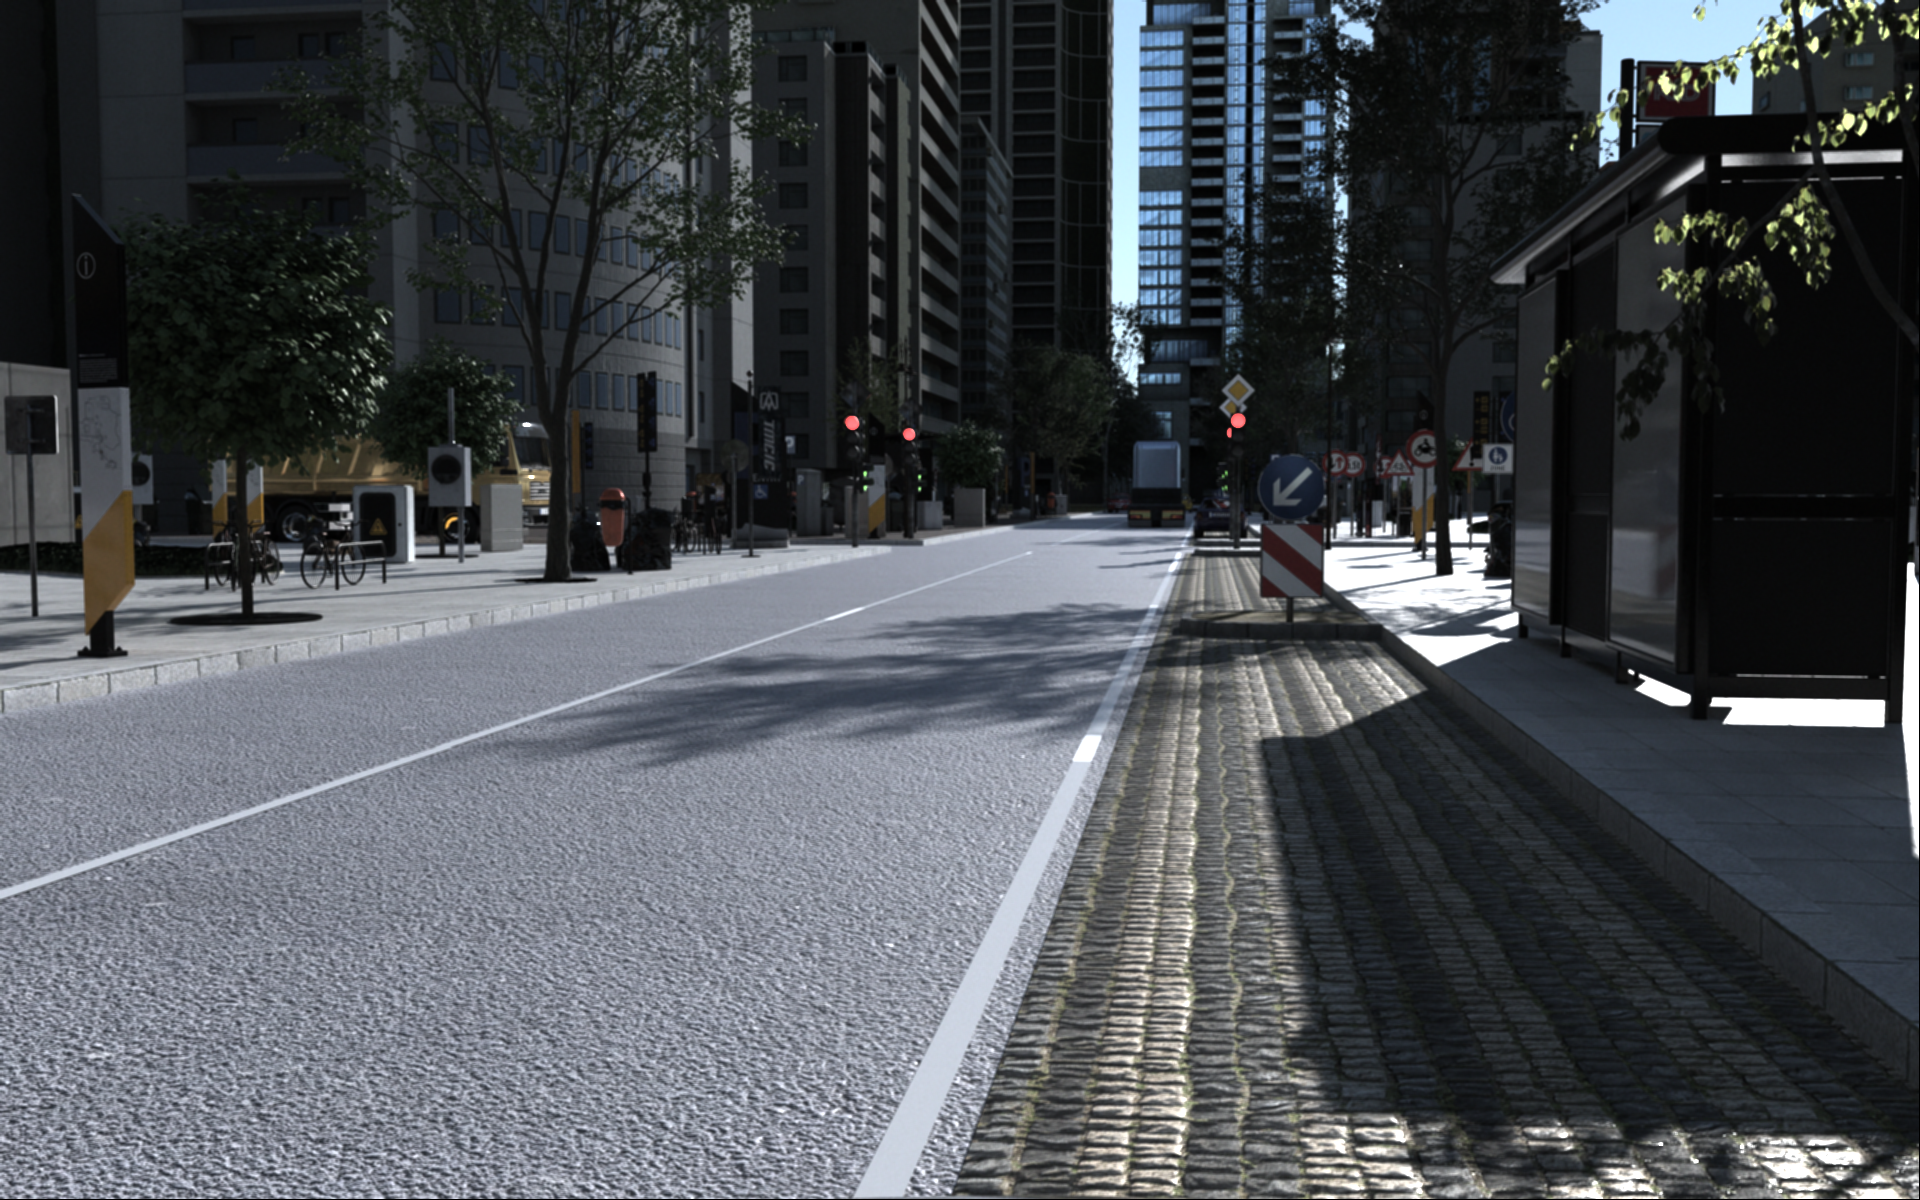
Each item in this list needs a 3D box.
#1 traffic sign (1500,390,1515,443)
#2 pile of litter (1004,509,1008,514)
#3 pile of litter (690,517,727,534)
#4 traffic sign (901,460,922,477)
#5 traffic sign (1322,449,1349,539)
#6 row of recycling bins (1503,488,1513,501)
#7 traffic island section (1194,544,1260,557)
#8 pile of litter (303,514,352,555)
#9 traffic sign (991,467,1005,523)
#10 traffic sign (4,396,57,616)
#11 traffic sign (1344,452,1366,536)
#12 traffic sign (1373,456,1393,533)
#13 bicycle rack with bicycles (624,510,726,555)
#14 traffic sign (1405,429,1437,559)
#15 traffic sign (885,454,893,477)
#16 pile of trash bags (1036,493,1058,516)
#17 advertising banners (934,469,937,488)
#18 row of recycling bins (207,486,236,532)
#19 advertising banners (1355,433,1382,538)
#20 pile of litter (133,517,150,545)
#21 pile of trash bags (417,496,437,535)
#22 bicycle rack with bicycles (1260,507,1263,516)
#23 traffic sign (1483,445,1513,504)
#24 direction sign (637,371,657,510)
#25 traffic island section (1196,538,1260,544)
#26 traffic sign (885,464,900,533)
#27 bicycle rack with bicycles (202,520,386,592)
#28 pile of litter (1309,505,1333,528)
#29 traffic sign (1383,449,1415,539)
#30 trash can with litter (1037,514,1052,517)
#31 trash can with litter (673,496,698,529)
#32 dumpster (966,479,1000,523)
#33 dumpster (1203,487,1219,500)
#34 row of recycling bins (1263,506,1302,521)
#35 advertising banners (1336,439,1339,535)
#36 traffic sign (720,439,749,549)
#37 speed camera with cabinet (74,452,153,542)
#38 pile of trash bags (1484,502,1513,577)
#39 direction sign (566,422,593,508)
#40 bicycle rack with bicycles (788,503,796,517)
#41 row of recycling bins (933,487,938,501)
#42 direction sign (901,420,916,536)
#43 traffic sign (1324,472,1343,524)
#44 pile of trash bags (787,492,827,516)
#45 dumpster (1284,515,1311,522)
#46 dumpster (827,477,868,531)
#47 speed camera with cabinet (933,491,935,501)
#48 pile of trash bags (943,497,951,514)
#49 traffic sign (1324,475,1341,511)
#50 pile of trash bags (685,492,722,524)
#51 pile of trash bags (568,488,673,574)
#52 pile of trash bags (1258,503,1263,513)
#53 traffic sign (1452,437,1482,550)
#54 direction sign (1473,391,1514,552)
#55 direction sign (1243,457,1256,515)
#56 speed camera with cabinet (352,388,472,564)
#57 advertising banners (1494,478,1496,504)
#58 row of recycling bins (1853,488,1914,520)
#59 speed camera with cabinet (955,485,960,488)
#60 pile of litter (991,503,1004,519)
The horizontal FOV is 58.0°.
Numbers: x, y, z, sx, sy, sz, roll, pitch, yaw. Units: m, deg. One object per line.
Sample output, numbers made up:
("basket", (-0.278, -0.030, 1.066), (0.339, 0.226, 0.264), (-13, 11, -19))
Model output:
("traffic sign", (6.566, -1.205, 19.807), (0.768, 2.556, 0.104), (1, 4, 17))
("pile of litter", (2.636, -6.093, 113.582), (1.719, 0.858, 1.176), (-3, 4, -38))
("pile of litter", (-7.921, -2.542, 55.535), (1.719, 0.858, 1.176), (0, 4, 5))
("traffic sign", (-1.695, -3.664, 60.010), (0.768, 2.556, 0.104), (1, 4, 17))
("traffic sign", (10.697, -3.014, 49.390), (0.768, 2.556, 0.104), (1, 4, 15))
("row of recycling bins", (37.765, -6.670, 116.174), (3.534, 1.692, 1.069), (-2, 4, -35))
("traffic island section", (6.498, -1.117, 40.537), (2.009, 0.180, 2.903), (0, 4, 8))
("pile of litter", (-13.513, -1.410, 37.025), (1.176, 0.858, 1.719), (0, 4, -4))
("traffic sign", (1.596, -4.648, 76.107), (0.768, 2.556, 0.104), (1, 4, 14))
("traffic sign", (-9.693, -0.976, 18.086), (0.606, 2.300, 0.079), (1, 4, 11))
("traffic sign", (11.870, -3.197, 52.385), (0.768, 2.556, 0.104), (1, 4, 15))
("traffic sign", (14.127, -3.516, 57.594), (0.768, 2.556, 0.104), (1, 4, 12))
("bicycle rack with bicycles", (-6.380, -1.483, 37.632), (2.852, 0.926, 2.925), (-1, 4, -11))
("traffic sign", (9.144, -2.077, 34.066), (0.768, 2.556, 0.104), (1, 4, 16))
("traffic sign", (-2.450, -3.252, 53.270), (0.768, 2.556, 0.104), (1, 4, 14))
("pile of trash bags", (4.903, -5.678, 102.590), (1.912, 1.369, 3.447), (-1, 4, -18))
("advertising banners", (-1.998, -7.587, 120.236), (0.090, 3.025, 2.074), (-2, 4, -25))
("row of recycling bins", (-25.726, -3.252, 60.280), (1.069, 1.692, 3.534), (-2, 4, -35))
("advertising banners", (12.028, -3.350, 50.954), (0.090, 3.025, 2.074), (0, 4, -6))
("pile of litter", (-15.314, -1.154, 32.840), (1.176, 0.858, 1.719), (-1, 4, -12))
("pile of trash bags", (-16.768, -2.785, 55.288), (3.447, 1.369, 1.912), (2, 4, 28))
("bicycle rack with bicycles", (18.518, -5.159, 97.729), (2.925, 0.926, 2.852), (1, 4, 15))
("traffic sign", (10.886, -2.018, 35.119), (0.606, 2.300, 0.079), (1, 4, 9))
("direction sign", (-5.829, -2.466, 32.310), (0.379, 3.537, 0.876), (-2, 4, -32))
("traffic island section", (7.626, -1.600, 48.442), (2.009, 0.180, 2.903), (0, 4, 8))
("traffic sign", (-2.352, -3.413, 56.984), (0.795, 2.450, 0.064), (1, 4, 9))
("bicycle rack with bicycles", (-9.323, -0.642, 23.883), (2.852, 0.926, 2.925), (0, 4, 3))
("pile of litter", (13.643, -3.156, 65.561), (1.176, 0.858, 1.719), (-3, 4, -38))
("traffic sign", (12.525, -3.026, 49.473), (0.884, 2.594, 0.081), (1, 4, 16))
("trash can with litter", (4.285, -5.289, 97.532), (2.233, 1.210, 1.678), (-2, 4, -24))
("trash can with litter", (-10.533, -3.269, 64.512), (2.233, 1.210, 1.678), (-3, 5, -41))
("dumpster", (0.950, -4.576, 77.312), (1.502, 2.255, 1.985), (1, 4, 8))
("dumpster", (28.700, -11.789, 197.698), (1.985, 2.255, 1.502), (1, 4, 9))
("row of recycling bins", (15.511, -4.650, 83.145), (1.069, 1.692, 3.534), (-1, 4, -10))
("advertising banners", (11.881, -3.578, 54.692), (0.090, 3.025, 2.074), (1, 4, 10))
("traffic sign", (-5.236, -2.451, 40.184), (0.768, 2.556, 0.104), (1, 4, 17))
("speed camera with cabinet", (-18.763, -2.658, 37.802), (0.660, 3.252, 2.038), (3, 5, 41))
("pile of trash bags", (9.069, -1.047, 26.864), (1.912, 1.369, 3.447), (2, 4, 25))
("direction sign", (-11.925, -3.843, 54.822), (0.876, 3.537, 0.379), (2, 4, 35))
("bicycle rack with bicycles", (-7.117, -3.320, 67.662), (2.925, 0.926, 2.852), (0, 4, -8))
("row of recycling bins", (-2.276, -5.046, 89.622), (1.069, 1.692, 3.534), (-2, 4, -34))
("direction sign", (-1.594, -3.764, 53.533), (0.379, 3.537, 0.876), (2, 4, 27))
("traffic sign", (15.836, -4.486, 73.458), (0.768, 2.556, 0.104), (1, 4, 16))
("pile of trash bags", (-6.936, -4.023, 75.536), (1.912, 1.369, 3.447), (-1, 4, -23))
("dumpster", (15.240, -4.413, 77.917), (1.264, 1.857, 1.865), (1, 4, 8))
("dumpster", (-3.773, -3.254, 58.965), (1.264, 1.857, 1.865), (0, 4, 8))
("speed camera with cabinet", (-1.877, -5.468, 83.745), (0.660, 3.252, 2.038), (2, 4, 24))
("pile of trash bags", (0.412, -6.057, 108.779), (1.912, 1.369, 3.447), (-2, 4, -30))
("traffic sign", (15.876, -4.542, 74.266), (0.884, 2.594, 0.081), (1, 4, 10))
("pile of trash bags", (-10.843, -4.037, 75.758), (1.912, 1.369, 3.447), (2, 4, 29))
("pile of trash bags", (-5.774, -1.179, 29.034), (1.912, 1.369, 3.447), (-1, 4, -11))
("pile of trash bags", (21.796, -6.634, 118.217), (1.912, 1.369, 3.447), (-1, 4, -16))
("traffic sign", (11.649, -2.413, 39.456), (0.884, 2.594, 0.081), (1, 4, 17))
("direction sign", (11.737, -2.823, 38.152), (0.876, 3.537, 0.379), (0, 4, 6))
("direction sign", (17.619, -6.936, 105.399), (0.876, 3.537, 0.379), (3, 5, 44))
("speed camera with cabinet", (-10.135, -2.306, 32.031), (2.038, 3.252, 0.660), (0, 4, -4))
("advertising banners", (24.253, -5.042, 78.627), (0.090, 3.025, 2.074), (1, 4, 12))
("row of recycling bins", (40.582, -4.219, 76.090), (1.069, 1.692, 3.534), (0, 4, -5))
("speed camera with cabinet", (0.659, -7.691, 120.080), (2.038, 3.252, 0.660), (1, 4, 21))
("pile of litter", (1.233, -4.539, 88.180), (1.176, 0.858, 1.719), (-1, 4, -19))
